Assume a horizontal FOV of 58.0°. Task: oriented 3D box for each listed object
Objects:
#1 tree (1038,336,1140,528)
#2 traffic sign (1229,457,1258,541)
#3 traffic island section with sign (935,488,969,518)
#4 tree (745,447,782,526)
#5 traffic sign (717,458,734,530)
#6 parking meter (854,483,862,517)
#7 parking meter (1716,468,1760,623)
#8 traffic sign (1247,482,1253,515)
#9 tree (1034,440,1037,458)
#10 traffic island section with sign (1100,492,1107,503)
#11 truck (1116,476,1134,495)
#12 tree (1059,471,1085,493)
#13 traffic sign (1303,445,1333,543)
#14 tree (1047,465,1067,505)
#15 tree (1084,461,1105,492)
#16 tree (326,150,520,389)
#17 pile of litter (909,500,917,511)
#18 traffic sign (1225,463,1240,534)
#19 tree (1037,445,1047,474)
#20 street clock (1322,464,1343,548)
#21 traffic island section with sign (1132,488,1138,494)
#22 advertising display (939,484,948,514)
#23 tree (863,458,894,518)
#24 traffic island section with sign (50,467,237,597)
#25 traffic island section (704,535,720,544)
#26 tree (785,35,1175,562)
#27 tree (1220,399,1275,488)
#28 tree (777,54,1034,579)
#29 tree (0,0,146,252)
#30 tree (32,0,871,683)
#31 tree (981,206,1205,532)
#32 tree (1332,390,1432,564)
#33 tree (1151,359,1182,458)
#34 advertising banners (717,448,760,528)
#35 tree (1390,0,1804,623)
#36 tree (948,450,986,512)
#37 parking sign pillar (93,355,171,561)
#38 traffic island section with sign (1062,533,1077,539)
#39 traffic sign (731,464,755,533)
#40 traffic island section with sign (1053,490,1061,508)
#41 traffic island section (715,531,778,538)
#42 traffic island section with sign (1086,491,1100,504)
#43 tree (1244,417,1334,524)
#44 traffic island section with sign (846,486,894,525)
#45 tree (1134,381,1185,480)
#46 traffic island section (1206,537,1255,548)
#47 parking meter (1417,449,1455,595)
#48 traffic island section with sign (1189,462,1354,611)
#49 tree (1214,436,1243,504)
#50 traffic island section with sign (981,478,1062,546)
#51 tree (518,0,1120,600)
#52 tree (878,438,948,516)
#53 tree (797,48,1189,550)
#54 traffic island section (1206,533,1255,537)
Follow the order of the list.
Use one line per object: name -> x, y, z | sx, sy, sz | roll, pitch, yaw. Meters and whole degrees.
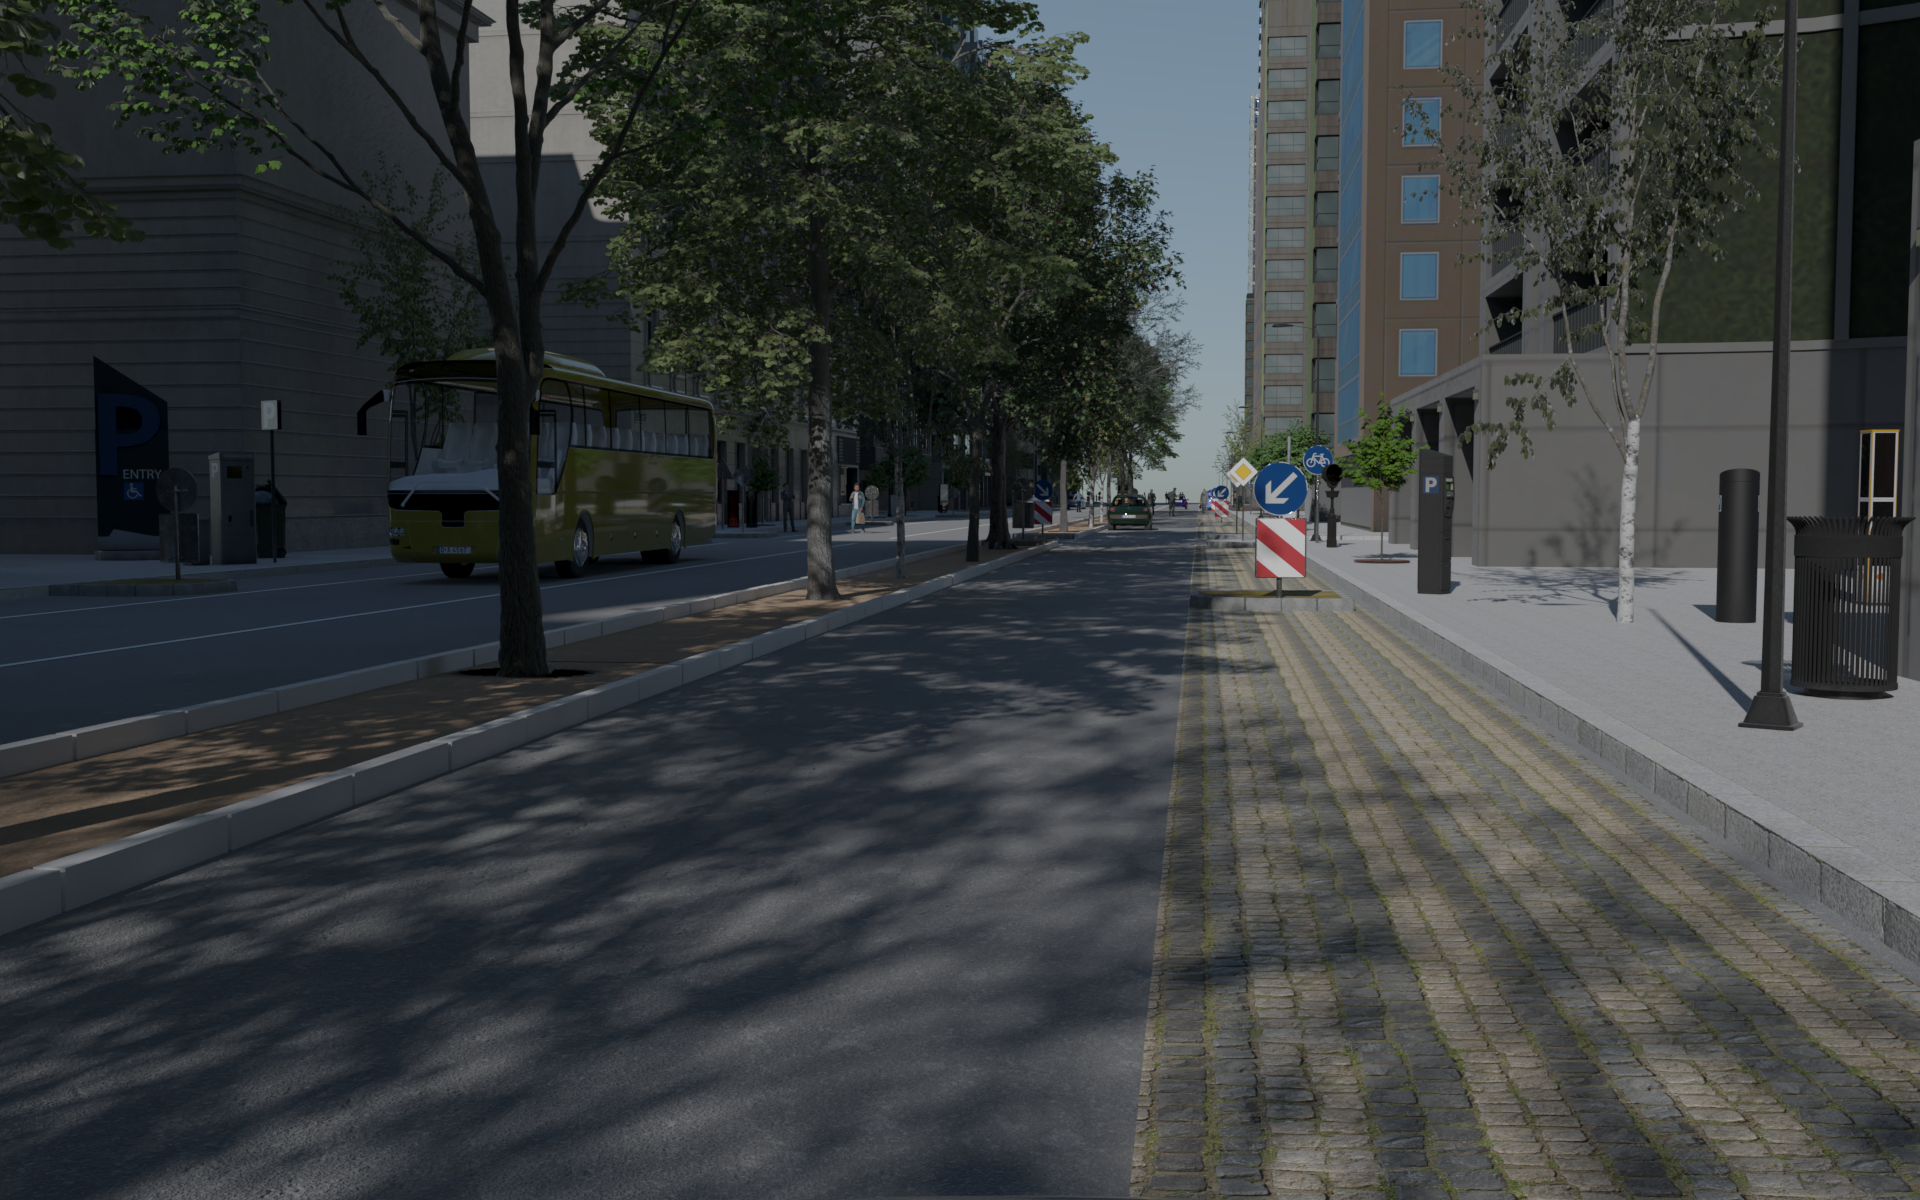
tree -> 5.549, -7.367, 73.277 | 4.737, 8.622, 4.395 | 0, 3, 0
traffic sign -> 7.739, -2.673, 47.344 | 0.795, 2.450, 0.064 | 0, 4, 8
traffic island section with sign -> -0.406, -6.001, 106.748 | 1.989, 1.847, 2.006 | 0, 4, 8
tree -> -8.120, -4.617, 70.085 | 1.663, 3.219, 1.824 | 0, 3, 0
traffic sign -> -8.535, -3.808, 62.266 | 0.884, 2.594, 0.081 | 1, 4, 16
parking meter -> -5.187, -5.045, 88.205 | 0.399, 1.863, 0.255 | -1, 4, -12
parking meter -> 7.781, -0.545, 17.325 | 0.372, 1.533, 0.369 | 0, 3, 0
traffic sign -> 18.217, -6.626, 108.444 | 0.768, 2.556, 0.104 | 1, 4, 17
tree -> 3.756, -12.242, 150.513 | 4.360, 8.622, 3.978 | 0, 3, 0
traffic island section with sign -> 21.452, -15.648, 264.475 | 1.989, 1.847, 2.006 | 0, 4, 8
truck -> 26.326, -17.564, 276.089 | 2.839, 4.237, 11.283 | 0, 4, 6
tree -> 15.059, -15.240, 232.892 | 4.285, 4.588, 4.351 | 0, 3, 0
traffic sign -> 9.365, -2.767, 45.346 | 0.768, 2.556, 0.104 | 1, 4, 15
tree -> 10.979, -15.516, 204.042 | 4.360, 8.622, 3.978 | 0, 3, 0
tree -> 21.547, -20.112, 279.200 | 4.360, 8.622, 3.978 | 0, 3, 0
tree -> -11.680, -5.357, 37.949 | 4.737, 8.622, 4.395 | 0, 3, 0
pile of litter -> -3.866, -7.107, 130.169 | 1.176, 0.858, 1.719 | -2, 4, -29
traffic sign -> 8.835, -3.157, 55.254 | 0.795, 2.450, 0.064 | 0, 4, 8
tree -> 5.150, -12.849, 160.449 | 4.360, 8.622, 3.978 | 0, 3, 0
street clock -> 8.905, -2.255, 41.441 | 0.471, 2.002, 0.358 | -1, 4, -13
traffic island section with sign -> 13.037, -7.470, 130.263 | 2.006, 1.907, 1.989 | 0, 4, 8
advertising display -> -1.077, -6.650, 113.934 | 0.123, 1.923, 0.974 | 2, 4, 31
tree -> -4.316, -5.977, 92.332 | 1.663, 3.219, 1.824 | 0, 3, 0
traffic island section with sign -> -11.708, -1.012, 25.177 | 1.989, 1.847, 2.006 | 0, 4, 8
traffic island section -> -8.324, -1.674, 49.645 | 2.009, 0.180, 2.903 | 0, 4, 8
tree -> 0.190, -6.049, 35.773 | 8.767, 10.594, 7.601 | 0, 4, 8
tree -> 21.971, -11.166, 132.925 | 4.737, 8.622, 4.395 | 0, 3, 0
tree -> -1.017, -4.642, 28.714 | 4.360, 8.622, 3.978 | 0, 3, 0
tree -> -4.497, -5.141, 4.644 | 7.486, 12.596, 7.792 | 0, 3, 0
tree -> -3.525, -5.211, 13.412 | 9.928, 11.665, 9.643 | 0, 3, 0
tree -> 3.885, -9.296, 64.820 | 12.009, 13.543, 11.850 | 0, 3, 0
tree -> 7.895, -2.313, 32.426 | 1.663, 3.219, 1.824 | 0, 3, 0
tree -> 11.568, -11.598, 117.832 | 9.928, 11.665, 9.643 | 0, 3, 0
advertising banners -> -8.628, -4.272, 66.036 | 2.074, 3.025, 0.090 | 1, 4, 15
tree -> 6.635, -4.095, 17.312 | 4.360, 8.622, 3.978 | 0, 3, 0
tree -> 0.256, -8.761, 126.957 | 4.285, 4.588, 4.351 | 0, 3, 0
parking sign pillar -> -16.192, -2.779, 33.902 | 1.447, 3.967, 1.447 | -2, 4, -24
traffic island section with sign -> 2.729, -2.917, 55.832 | 2.006, 1.907, 1.989 | 0, 4, 8
traffic sign -> -7.204, -3.293, 57.489 | 0.795, 2.450, 0.064 | 0, 4, 8
traffic island section with sign -> 10.214, -10.688, 183.372 | 1.989, 1.847, 2.006 | 0, 4, 8
traffic island section -> -7.228, -2.157, 57.554 | 2.009, 0.180, 2.903 | 0, 4, 8
traffic island section with sign -> 17.751, -14.015, 237.774 | 1.989, 1.847, 2.006 | 0, 4, 8
tree -> 14.381, -5.508, 73.777 | 4.285, 4.588, 4.351 | 0, 3, 0
traffic island section with sign -> -4.110, -4.368, 80.048 | 1.989, 1.847, 2.006 | 0, 4, 8
tree -> 12.543, -12.597, 126.543 | 7.486, 12.596, 7.792 | 0, 3, 0
traffic island section -> 7.763, -1.537, 47.418 | 2.009, 0.180, 2.903 | 0, 4, 8
parking meter -> 6.101, -1.008, 22.197 | 0.399, 1.863, 0.255 | 3, 5, 43
traffic island section with sign -> 3.937, -0.822, 22.067 | 1.989, 1.847, 2.006 | 0, 4, 8
tree -> 33.860, -16.247, 216.003 | 4.360, 8.622, 3.978 | 0, 3, 0
traffic island section with sign -> 1.702, -2.468, 48.496 | 2.006, 1.907, 1.989 | 0, 4, 8
tree -> -1.819, -6.237, 22.566 | 7.486, 12.596, 7.792 | 0, 3, 0
tree -> -3.213, -7.187, 101.227 | 4.285, 4.588, 4.351 | 0, 3, 0
tree -> 0.992, -7.639, 44.370 | 9.611, 12.733, 9.660 | 0, 3, 0
traffic island section -> 8.859, -2.021, 55.328 | 2.009, 0.180, 2.903 | 0, 4, 8
